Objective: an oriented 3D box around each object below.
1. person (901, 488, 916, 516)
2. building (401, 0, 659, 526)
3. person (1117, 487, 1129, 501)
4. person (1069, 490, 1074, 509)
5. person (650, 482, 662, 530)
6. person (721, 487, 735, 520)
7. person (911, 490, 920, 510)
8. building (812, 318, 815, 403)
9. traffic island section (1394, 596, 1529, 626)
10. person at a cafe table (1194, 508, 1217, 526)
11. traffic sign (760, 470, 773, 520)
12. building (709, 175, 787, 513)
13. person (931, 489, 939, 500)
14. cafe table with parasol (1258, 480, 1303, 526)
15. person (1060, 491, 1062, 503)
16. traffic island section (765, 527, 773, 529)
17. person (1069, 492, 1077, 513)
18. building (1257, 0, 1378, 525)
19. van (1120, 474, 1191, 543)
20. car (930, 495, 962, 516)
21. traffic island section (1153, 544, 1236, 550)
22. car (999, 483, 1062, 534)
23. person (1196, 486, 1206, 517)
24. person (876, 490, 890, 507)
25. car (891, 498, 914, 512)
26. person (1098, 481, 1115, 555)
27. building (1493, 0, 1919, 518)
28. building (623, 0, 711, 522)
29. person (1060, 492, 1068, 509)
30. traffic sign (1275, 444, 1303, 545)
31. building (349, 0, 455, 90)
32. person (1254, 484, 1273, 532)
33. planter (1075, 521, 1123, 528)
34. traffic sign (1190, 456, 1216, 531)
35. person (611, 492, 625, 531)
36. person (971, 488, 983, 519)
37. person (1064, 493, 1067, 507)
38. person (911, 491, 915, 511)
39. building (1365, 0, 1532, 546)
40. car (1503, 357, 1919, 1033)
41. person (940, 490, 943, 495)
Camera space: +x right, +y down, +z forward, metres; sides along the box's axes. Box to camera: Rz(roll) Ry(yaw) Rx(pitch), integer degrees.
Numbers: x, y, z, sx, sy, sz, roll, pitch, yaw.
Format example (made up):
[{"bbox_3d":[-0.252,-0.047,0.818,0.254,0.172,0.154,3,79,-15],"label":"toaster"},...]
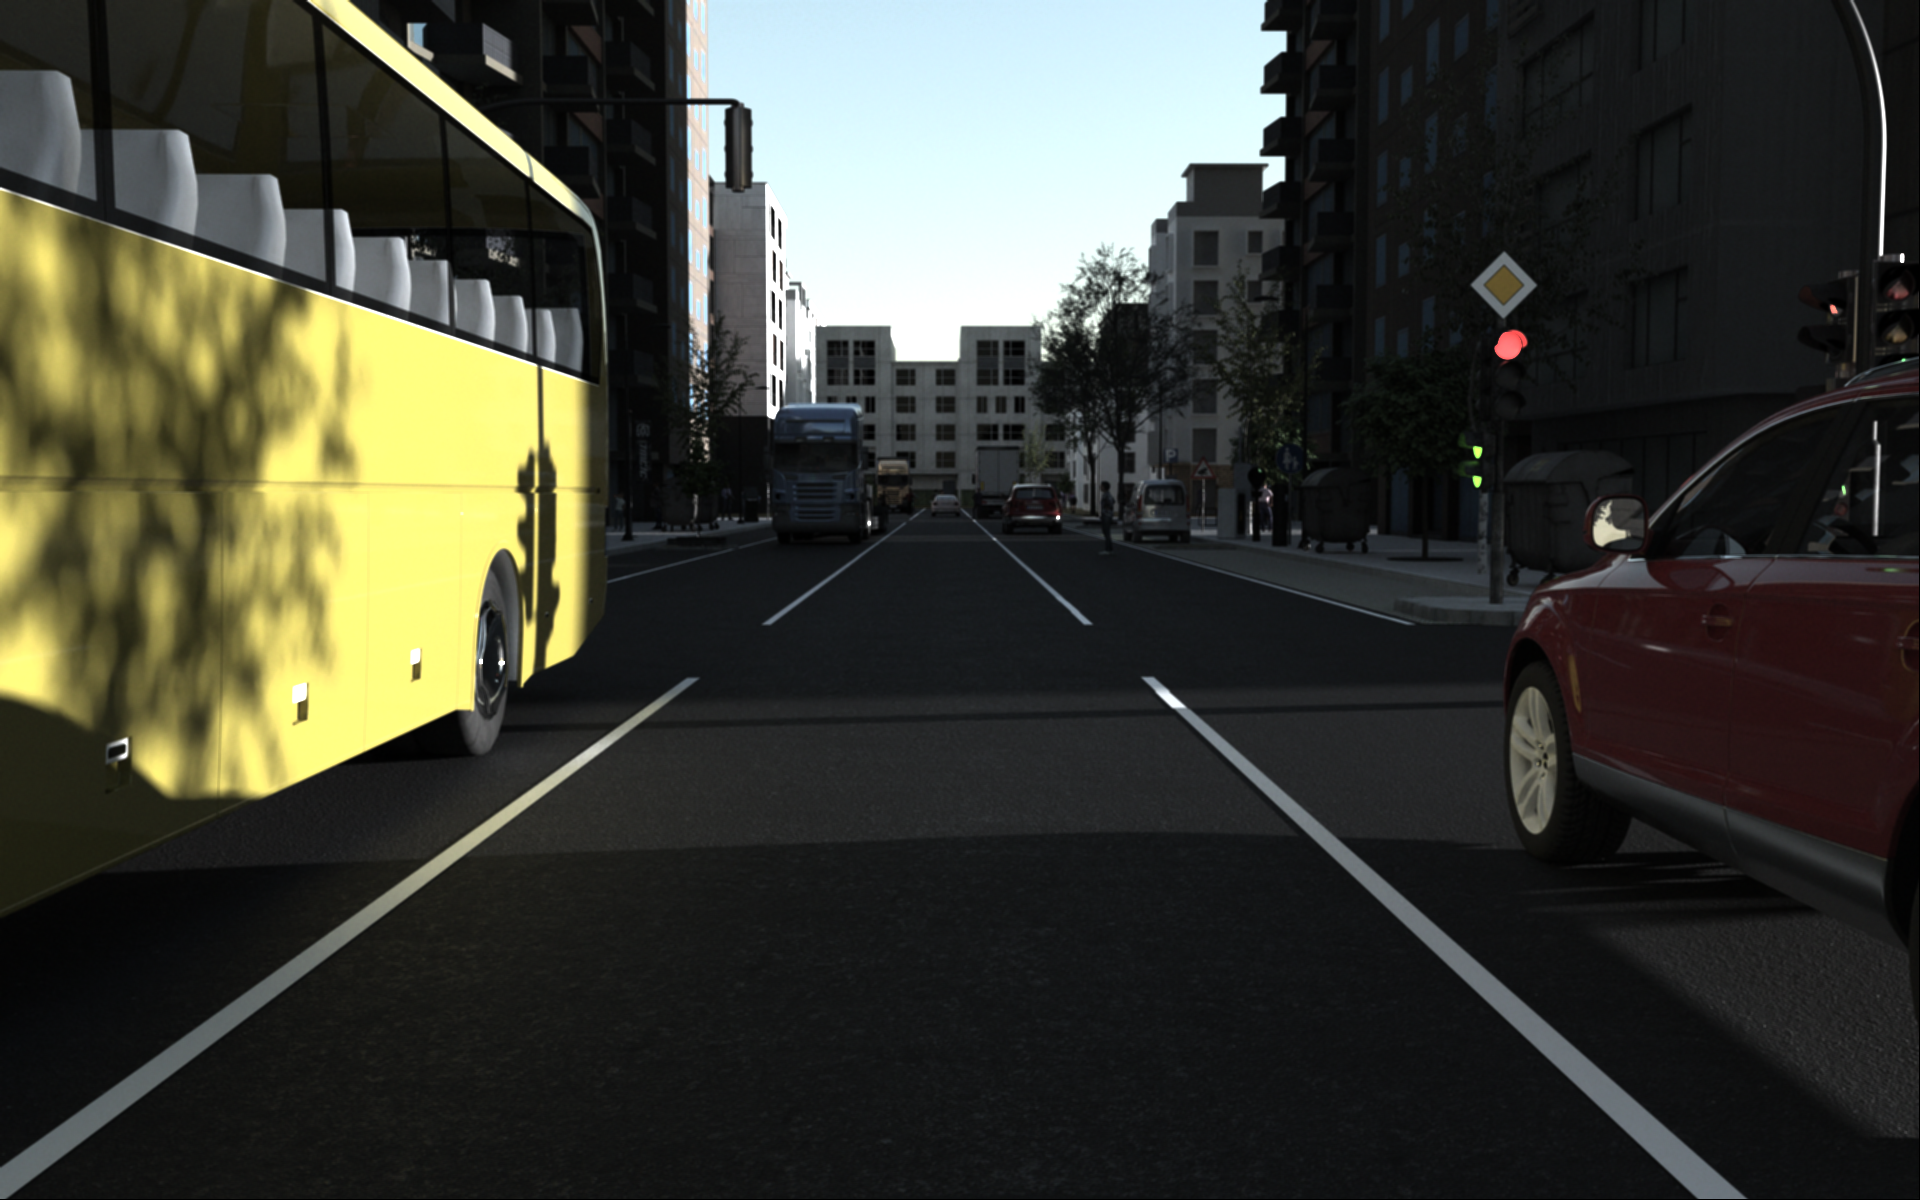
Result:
[{"bbox_3d":[-3.359,-6.541,115.402,1.348,1.831,0.705,3,5,42],"label":"person"},{"bbox_3d":[-23.486,-24.988,63.181,22.147,44.769,28.867,0,4,0],"label":"building"},{"bbox_3d":[9.564,-5.784,101.428,0.721,1.723,1.217,3,5,42],"label":"person"},{"bbox_3d":[9.331,-8.376,144.466,0.593,1.643,0.415,3,5,42],"label":"person"},{"bbox_3d":[-11.023,-3.415,62.702,0.431,1.722,0.655,0,4,2],"label":"person"},{"bbox_3d":[-11.341,-4.818,84.690,0.709,1.838,0.599,-3,4,-38],"label":"person"},{"bbox_3d":[-4.430,-9.304,160.702,1.350,1.814,0.705,0,4,-7],"label":"person"},{"bbox_3d":[-19.410,-18.628,160.988,11.380,20.091,16.016,0,4,0],"label":"building"},{"bbox_3d":[6.294,0.124,20.260,2.009,0.180,2.903,0,4,0],"label":"traffic island section"},{"bbox_3d":[10.506,-3.621,70.058,1.726,1.238,1.698,0,4,-6],"label":"person at a cafe table"},{"bbox_3d":[-9.636,-5.301,86.774,0.768,2.556,0.104,0,4,5],"label":"traffic sign"},{"bbox_3d":[-26.550,-16.365,111.549,27.936,21.610,32.646,0,4,0],"label":"building"},{"bbox_3d":[-1.850,-7.792,135.895,1.348,1.824,0.705,3,5,42],"label":"person"},{"bbox_3d":[12.954,-4.061,71.261,2.610,1.966,2.610,1,4,12],"label":"cafe table with parasol"},{"bbox_3d":[10.344,-10.248,176.727,0.621,1.740,0.551,-2,4,-33],"label":"person"},{"bbox_3d":[-7.050,-3.020,72.241,1.991,0.108,1.994,0,4,0],"label":"traffic island section"},{"bbox_3d":[7.581,-6.560,116.539,0.421,1.427,0.697,-2,4,-27],"label":"person"},{"bbox_3d":[25.723,-25.930,78.578,22.147,44.769,28.867,0,4,0],"label":"building"},{"bbox_3d":[5.812,-2.715,51.405,2.013,2.044,4.112,0,4,-1],"label":"van"},{"bbox_3d":[-0.923,-6.107,112.217,2.083,1.381,4.827,0,4,-1],"label":"car"},{"bbox_3d":[6.079,-1.369,45.243,1.991,0.108,1.994,0,4,0],"label":"traffic island section"},{"bbox_3d":[2.595,-3.325,63.033,2.281,1.827,5.304,0,4,0],"label":"car"},{"bbox_3d":[13.510,-5.539,97.054,0.683,1.767,0.568,2,4,35],"label":"person"},{"bbox_3d":[-5.597,-7.150,126.115,1.217,1.735,0.721,-3,5,-41],"label":"person"},{"bbox_3d":[-4.725,-8.119,141.542,1.959,1.807,4.718,0,4,-1],"label":"car"},{"bbox_3d":[3.488,-1.945,41.027,0.376,1.734,0.841,1,4,14],"label":"person"},{"bbox_3d":[18.424,-21.168,29.684,14.086,41.232,14.154,0,4,0],"label":"building"},{"bbox_3d":[-20.197,-26.580,84.687,14.600,45.320,14.200,0,4,0],"label":"building"},{"bbox_3d":[8.974,-8.734,148.713,0.599,1.838,0.709,-3,4,-38],"label":"person"},{"bbox_3d":[8.340,-2.670,43.765,0.768,2.556,0.104,0,4,2],"label":"traffic sign"},{"bbox_3d":[-26.817,-27.250,34.779,28.713,52.752,27.495,0,4,0],"label":"building"},{"bbox_3d":[10.414,-3.195,59.224,0.756,1.711,0.436,3,4,37],"label":"person"},{"bbox_3d":[5.840,-3.155,72.718,1.991,0.319,1.994,0,4,0],"label":"planter"},{"bbox_3d":[8.343,-3.638,59.487,0.884,2.594,0.081,0,4,2],"label":"traffic sign"},{"bbox_3d":[-11.795,-3.047,59.778,0.340,1.345,0.435,2,4,34],"label":"person"},{"bbox_3d":[0.936,-5.492,98.747,0.683,1.767,0.568,-2,4,-27],"label":"person"},{"bbox_3d":[10.392,-9.821,169.837,0.991,1.433,0.599,1,4,9],"label":"person"},{"bbox_3d":[-3.976,-8.255,144.392,0.530,1.710,0.541,-2,4,-35],"label":"person"},{"bbox_3d":[19.940,-24.293,47.307,14.600,45.320,14.200,0,4,0],"label":"building"},{"bbox_3d":[3.224,0.216,5.135,2.281,1.827,5.304,0,4,1],"label":"car"},{"bbox_3d":[-1.685,-8.773,151.954,0.705,1.823,1.348,1,4,21],"label":"person"}]
